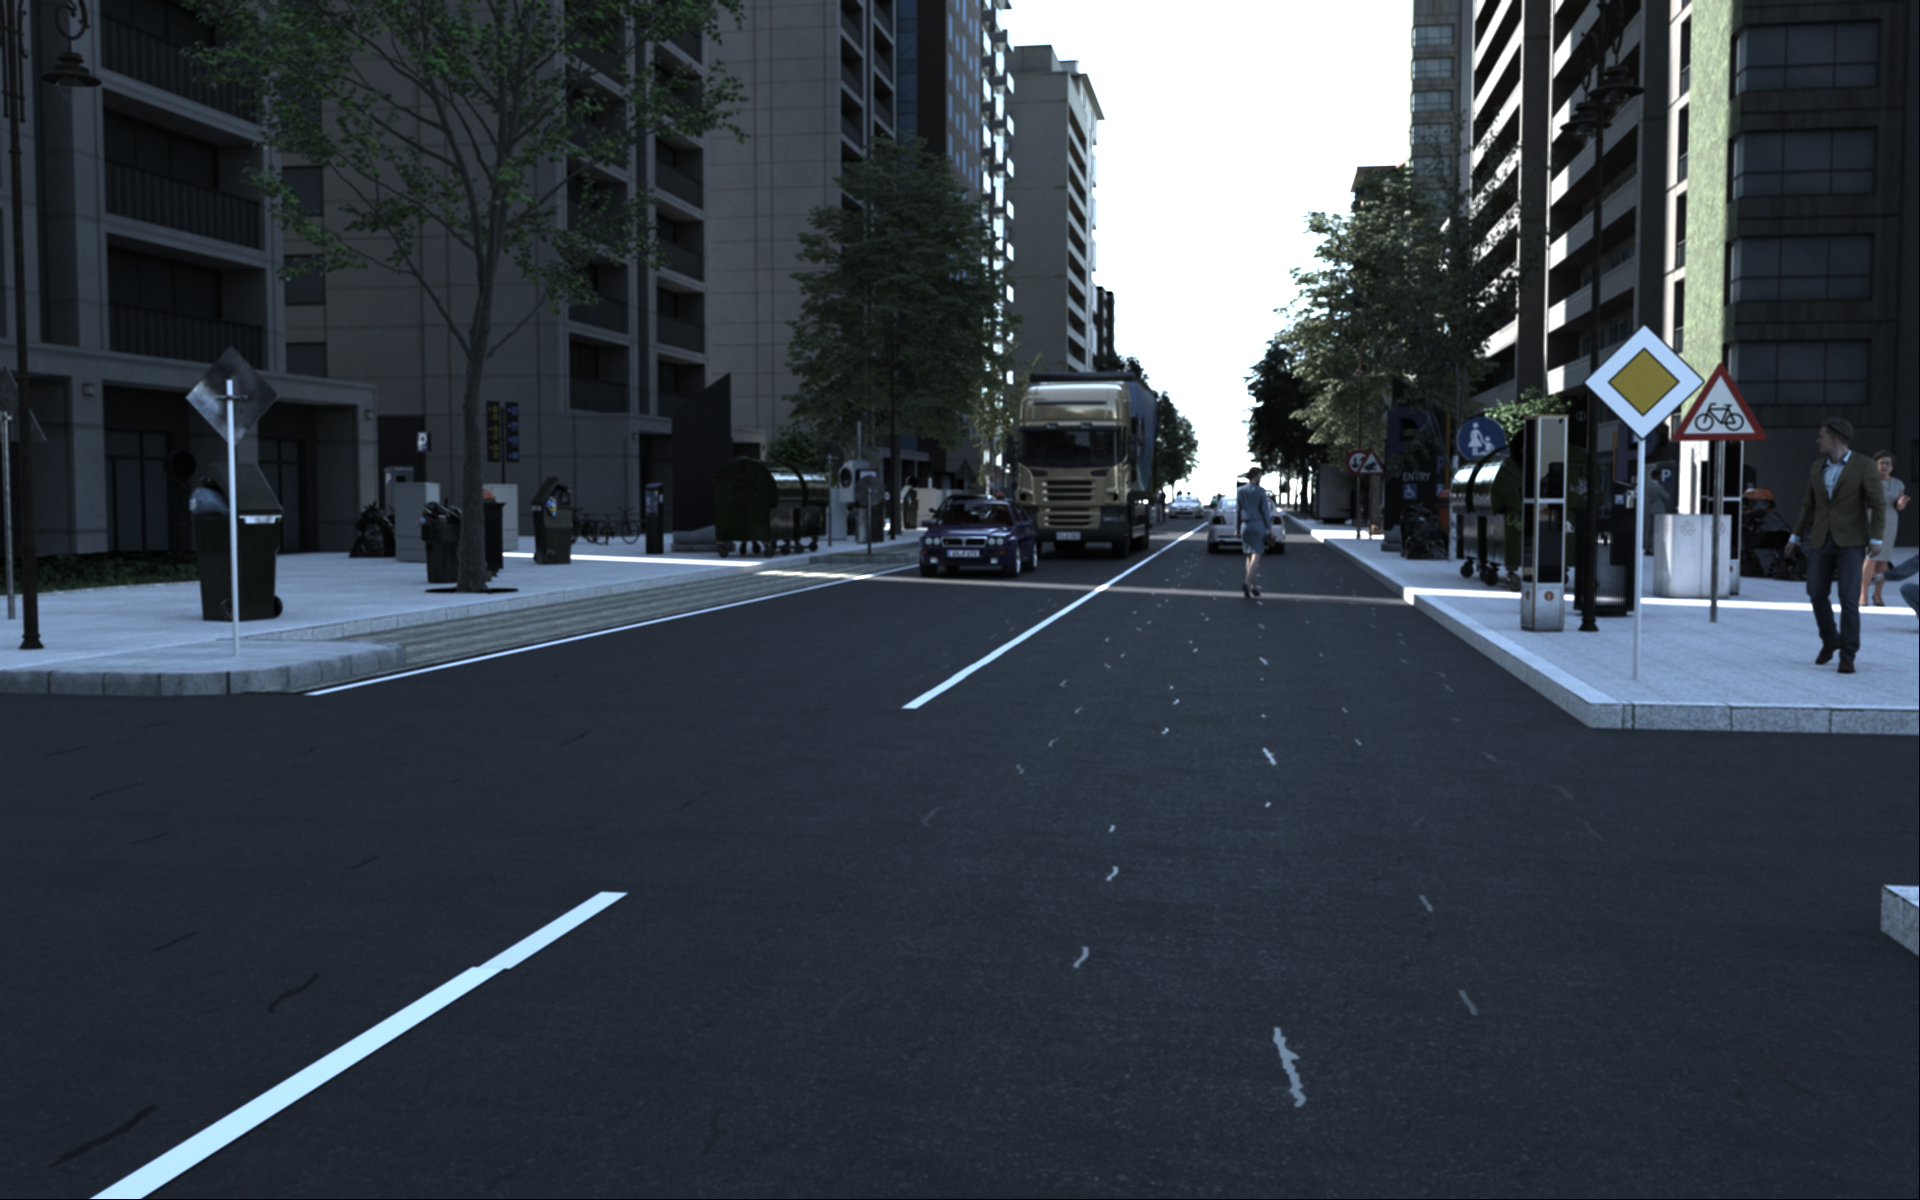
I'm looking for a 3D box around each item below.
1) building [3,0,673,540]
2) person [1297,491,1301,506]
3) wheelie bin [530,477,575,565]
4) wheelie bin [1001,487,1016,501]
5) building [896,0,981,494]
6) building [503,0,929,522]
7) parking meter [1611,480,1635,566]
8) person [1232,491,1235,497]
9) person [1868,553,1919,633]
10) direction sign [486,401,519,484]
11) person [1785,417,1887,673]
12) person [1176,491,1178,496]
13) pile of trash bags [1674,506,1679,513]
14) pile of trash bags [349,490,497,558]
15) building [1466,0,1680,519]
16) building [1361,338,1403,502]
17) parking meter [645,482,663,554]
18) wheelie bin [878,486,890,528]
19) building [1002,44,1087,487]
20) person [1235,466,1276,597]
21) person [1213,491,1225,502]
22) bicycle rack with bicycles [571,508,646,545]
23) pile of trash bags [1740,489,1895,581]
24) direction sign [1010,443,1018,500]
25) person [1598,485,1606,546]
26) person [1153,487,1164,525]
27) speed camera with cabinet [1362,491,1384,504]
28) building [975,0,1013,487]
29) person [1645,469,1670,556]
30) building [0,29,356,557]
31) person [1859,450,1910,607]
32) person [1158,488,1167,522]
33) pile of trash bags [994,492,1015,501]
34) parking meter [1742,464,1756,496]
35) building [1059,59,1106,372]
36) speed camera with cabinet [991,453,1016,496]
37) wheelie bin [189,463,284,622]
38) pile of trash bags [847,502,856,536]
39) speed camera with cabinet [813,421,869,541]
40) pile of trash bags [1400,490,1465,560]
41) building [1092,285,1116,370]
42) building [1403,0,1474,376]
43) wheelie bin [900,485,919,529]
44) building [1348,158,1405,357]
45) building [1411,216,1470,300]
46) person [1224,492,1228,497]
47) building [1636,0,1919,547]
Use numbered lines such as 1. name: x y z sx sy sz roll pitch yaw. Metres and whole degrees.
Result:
1. building: -18.265 -38.143 61.885 20.563 71.187 20.611 1 4 10
2. person: 28.559 -8.472 144.575 0.705 1.821 1.348 -2 4 -29
3. wheelie bin: -7.475 -1.463 31.831 0.693 1.594 0.980 -2 4 -31
4. wheelie bin: 2.228 -4.567 82.575 0.980 1.594 0.693 0 4 -6
5. building: -6.509 -28.585 117.476 14.600 45.320 14.200 1 4 10
6. building: -12.495 -40.479 100.076 20.563 71.187 20.611 1 4 10
7. parking meter: 11.946 -1.395 31.215 0.372 1.533 0.369 0 3 0
8. person: 38.235 -14.274 241.750 0.599 1.838 0.709 2 4 24
9. person: 8.944 -0.273 16.002 1.012 1.151 0.738 0 4 -5
10. direction sign: -11.211 -3.091 42.529 0.379 3.537 0.876 3 5 42
11. person: 6.424 -0.414 12.724 0.656 1.842 0.836 2 4 26
12. person: 30.495 -14.422 242.398 0.990 1.755 0.434 -3 5 -42
13. pile of trash bags: 23.706 -2.964 58.215 1.912 1.369 3.447 0 4 8
14. pile of trash bags: -10.694 -1.545 35.015 3.447 1.369 1.912 2 4 29
15. building: 40.254 -28.799 94.569 21.300 48.544 21.600 1 4 10
16. building: 59.974 -21.530 197.054 27.650 21.520 28.899 1 4 10
17. parking meter: -6.533 -1.749 37.015 0.372 1.533 0.369 0 3 0
18. wheelie bin: -3.109 -3.552 65.977 0.980 1.594 0.693 0 4 -1
19. building: 2.432 -34.794 192.590 21.300 48.544 21.600 1 4 10
20. person: 4.057 -0.957 24.173 0.654 1.822 0.581 -3 5 -44
21. person: 25.904 -10.036 173.107 1.217 1.766 0.721 1 4 22
22. bicycle rack with bicycles: -9.428 -1.903 44.488 2.852 0.926 2.925 2 4 28
23. pile of trash bags: 13.023 -1.054 26.983 1.912 1.369 3.447 0 3 0
24. direction sign: 2.366 -5.150 76.205 0.379 3.537 0.876 -1 4 -21
25. person: 15.609 -2.252 42.833 0.622 1.834 0.822 -1 4 -19
26. person: 9.307 -4.420 81.316 0.519 1.759 0.362 0 4 7
27. speed camera with cabinet: 19.931 -5.485 84.016 0.660 3.252 2.038 -1 4 -21
28. building: -7.827 -31.840 140.186 23.786 49.044 30.456 1 4 10
29. person: 14.515 -1.820 35.983 0.466 1.800 0.511 -1 4 -20
30. building: -23.812 -36.429 33.858 20.563 71.187 20.611 1 4 10
31. person: 10.404 -0.814 19.709 0.716 1.782 0.532 0 4 7
32. person: 10.295 -4.909 89.214 0.568 1.767 0.683 3 4 39
33. pile of trash bags: 1.637 -3.872 73.051 1.912 1.369 3.447 0 4 2
34. parking meter: 15.332 -1.721 33.857 0.399 1.863 0.255 -2 4 -31
35. building: 2.867 -38.410 217.237 28.713 52.752 27.495 1 4 10
36. speed camera with cabinet: 2.313 -5.478 83.904 2.038 3.252 0.660 2 4 24
37. wheelie bin: -7.401 -0.596 17.655 0.693 1.594 0.980 1 4 22
38. pile of trash bags: -3.841 -2.760 54.886 1.912 1.369 3.447 1 4 21
39. speed camera with cabinet: -3.316 -3.263 47.693 0.660 3.252 2.038 -3 4 -38
40. pile of trash bags: 9.943 -1.562 35.298 1.912 1.369 3.447 1 4 14
41. building: 13.729 -28.492 237.550 14.160 30.474 14.107 1 4 10
42. building: 43.418 -28.024 141.794 14.154 41.232 14.086 1 4 10
43. wheelie bin: -1.894 -3.373 63.053 0.693 1.594 0.980 -2 4 -26
44. building: 61.880 -34.901 225.261 22.147 44.769 28.867 1 4 10
45. building: 46.473 -16.825 120.125 27.650 21.520 28.899 1 4 10
46. person: 34.184 -13.125 223.915 1.217 1.723 0.721 -1 4 -11
47. building: 26.924 -22.215 46.817 14.154 41.232 14.086 1 4 10
